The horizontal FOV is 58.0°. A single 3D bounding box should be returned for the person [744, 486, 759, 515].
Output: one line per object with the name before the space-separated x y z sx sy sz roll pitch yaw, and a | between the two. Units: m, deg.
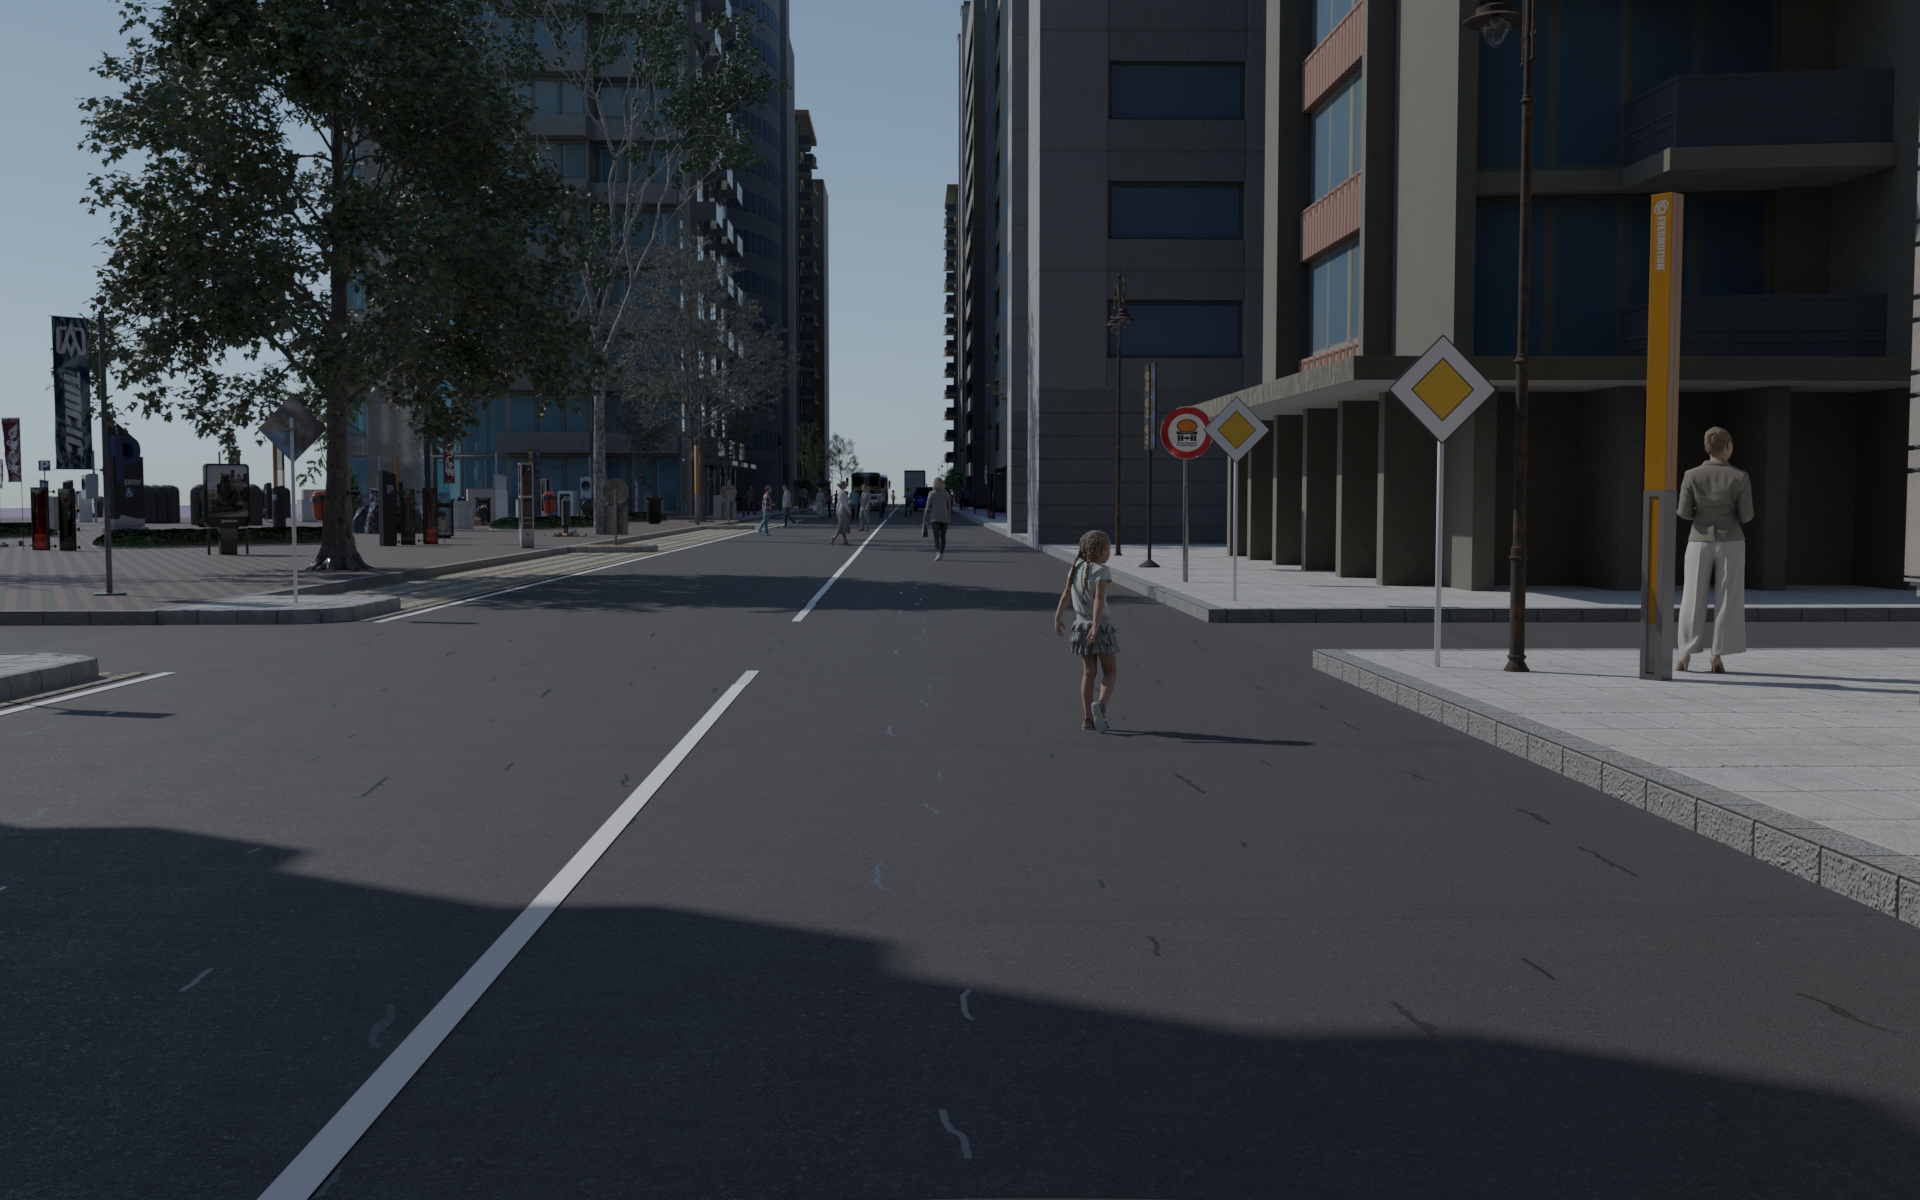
person | -12.610 -5.982 104.398 0.990 1.755 0.434 -1 4 -11

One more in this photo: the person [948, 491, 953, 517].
person | -0.657 -5.864 105.840 0.593 1.643 0.415 3 5 42

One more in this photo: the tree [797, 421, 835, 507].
tree | -14.885 -13.589 172.543 4.737 8.622 4.395 0 3 0

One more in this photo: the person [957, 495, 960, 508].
person | 0.066 -9.264 157.520 0.705 1.823 1.348 1 4 20

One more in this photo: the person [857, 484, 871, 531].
person | -3.658 -3.559 66.787 0.391 1.810 0.635 -3 5 -40

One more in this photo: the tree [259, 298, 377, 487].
tree | -22.855 -6.892 63.046 4.737 8.622 4.395 0 3 0

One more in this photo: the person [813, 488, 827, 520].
person | -7.679 -5.267 94.966 0.694 1.780 0.624 -1 4 -14

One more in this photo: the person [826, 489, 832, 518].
person | -8.001 -5.861 105.010 0.721 1.739 1.217 0 4 4

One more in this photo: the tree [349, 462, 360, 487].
tree | -32.122 -5.846 90.191 1.663 3.219 1.824 0 3 0

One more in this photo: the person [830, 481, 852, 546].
person | -3.295 -2.398 47.938 0.641 1.798 0.478 0 4 -5

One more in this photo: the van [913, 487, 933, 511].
van | -2.845 -8.558 144.301 2.240 2.365 5.245 0 4 0

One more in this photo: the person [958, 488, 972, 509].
person | 0.490 -8.642 147.320 1.348 1.826 0.705 2 4 28

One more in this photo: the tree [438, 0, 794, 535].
tree | -9.952 -12.156 54.633 12.611 20.169 13.585 0 3 0

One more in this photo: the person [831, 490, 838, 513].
person | -9.376 -7.488 131.640 1.217 1.735 0.721 0 4 0

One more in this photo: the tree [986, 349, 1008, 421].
tree | 3.338 -7.651 75.450 4.360 8.622 3.978 0 3 0

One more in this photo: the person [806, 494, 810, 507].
person | -14.903 -9.890 168.457 0.721 1.735 1.217 -2 4 -27

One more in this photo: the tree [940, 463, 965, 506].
tree | -0.339 -12.033 180.453 4.285 4.588 4.351 0 3 0

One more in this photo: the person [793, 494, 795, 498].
person | -16.866 -10.141 171.933 0.705 1.814 1.350 3 5 40

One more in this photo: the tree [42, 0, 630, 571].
tree | -10.466 -6.859 29.146 9.611 12.733 9.660 0 3 0

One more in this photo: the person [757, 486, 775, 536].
person | -6.675 -3.071 59.553 0.643 1.720 0.563 0 4 -8

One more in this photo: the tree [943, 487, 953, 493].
tree | -1.574 -13.411 213.875 1.663 3.219 1.824 0 3 0

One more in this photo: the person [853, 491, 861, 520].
person | -5.894 -5.376 97.121 1.217 1.735 0.721 -1 4 -22

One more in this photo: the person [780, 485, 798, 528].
person | -7.285 -3.999 73.731 0.795 1.843 0.661 0 4 2

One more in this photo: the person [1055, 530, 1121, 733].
person | 0.745 0.183 10.528 0.505 1.210 0.382 3 5 42

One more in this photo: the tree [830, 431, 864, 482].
tree | -17.668 -19.579 254.535 7.601 10.594 8.767 -1 4 -9

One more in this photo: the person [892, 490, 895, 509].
person | -6.312 -9.558 164.769 0.705 1.824 1.348 -1 4 -9

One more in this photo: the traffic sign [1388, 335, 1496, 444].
traffic sign | 3.557 -0.646 12.750 0.795 2.593 0.064 0 4 -2

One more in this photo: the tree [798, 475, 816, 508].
tree | -13.932 -10.047 158.868 1.663 3.219 1.824 0 3 0

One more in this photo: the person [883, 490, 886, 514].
person | -5.411 -7.030 124.376 0.436 1.711 0.756 1 4 15

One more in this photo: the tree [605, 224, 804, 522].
tree | -12.058 -10.348 79.564 12.009 13.543 11.850 0 3 0

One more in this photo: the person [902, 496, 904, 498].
person | -6.663 -12.917 219.785 1.348 1.812 0.705 1 4 10

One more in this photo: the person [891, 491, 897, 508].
person | -7.028 -10.695 183.888 0.721 1.766 1.217 2 4 26

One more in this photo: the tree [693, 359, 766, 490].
tree | -12.425 -8.705 92.692 4.360 8.622 3.978 0 3 0

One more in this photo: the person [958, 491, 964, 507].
person | 0.124 -9.944 170.089 0.593 1.643 0.415 -3 4 -38

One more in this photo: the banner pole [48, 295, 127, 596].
banner pole | -10.941 -1.938 21.706 0.401 3.779 0.863 3 4 36

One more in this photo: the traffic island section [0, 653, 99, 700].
traffic island section | -7.656 0.598 12.508 2.009 0.180 2.903 0 4 -2

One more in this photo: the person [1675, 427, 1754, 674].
person | 5.422 -0.356 12.417 0.519 1.759 0.362 2 4 34

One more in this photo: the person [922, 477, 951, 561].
person | -0.523 -1.748 37.259 0.709 1.800 0.728 -1 4 -9

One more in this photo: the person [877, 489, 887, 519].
person | -4.495 -5.584 100.739 0.756 1.711 0.436 -3 5 -39

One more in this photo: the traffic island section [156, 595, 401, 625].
traffic island section | -7.891 0.110 20.490 2.009 0.180 2.903 0 4 -2

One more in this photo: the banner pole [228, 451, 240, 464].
banner pole | -37.241 -6.041 88.788 0.401 3.779 0.863 3 4 39

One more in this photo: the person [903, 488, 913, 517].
person | -3.342 -6.212 109.939 0.709 1.838 0.599 1 4 22

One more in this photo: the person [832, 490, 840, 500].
person | -8.146 -6.668 118.046 1.217 1.766 0.721 0 4 -5

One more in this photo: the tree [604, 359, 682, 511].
tree | -16.881 -8.636 91.568 4.360 8.622 3.978 0 3 0

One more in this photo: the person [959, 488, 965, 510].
person | 0.154 -8.044 138.017 0.683 1.767 0.568 2 4 30

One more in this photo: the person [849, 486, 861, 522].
person | -5.439 -4.958 89.430 0.638 1.841 0.748 0 4 -8
